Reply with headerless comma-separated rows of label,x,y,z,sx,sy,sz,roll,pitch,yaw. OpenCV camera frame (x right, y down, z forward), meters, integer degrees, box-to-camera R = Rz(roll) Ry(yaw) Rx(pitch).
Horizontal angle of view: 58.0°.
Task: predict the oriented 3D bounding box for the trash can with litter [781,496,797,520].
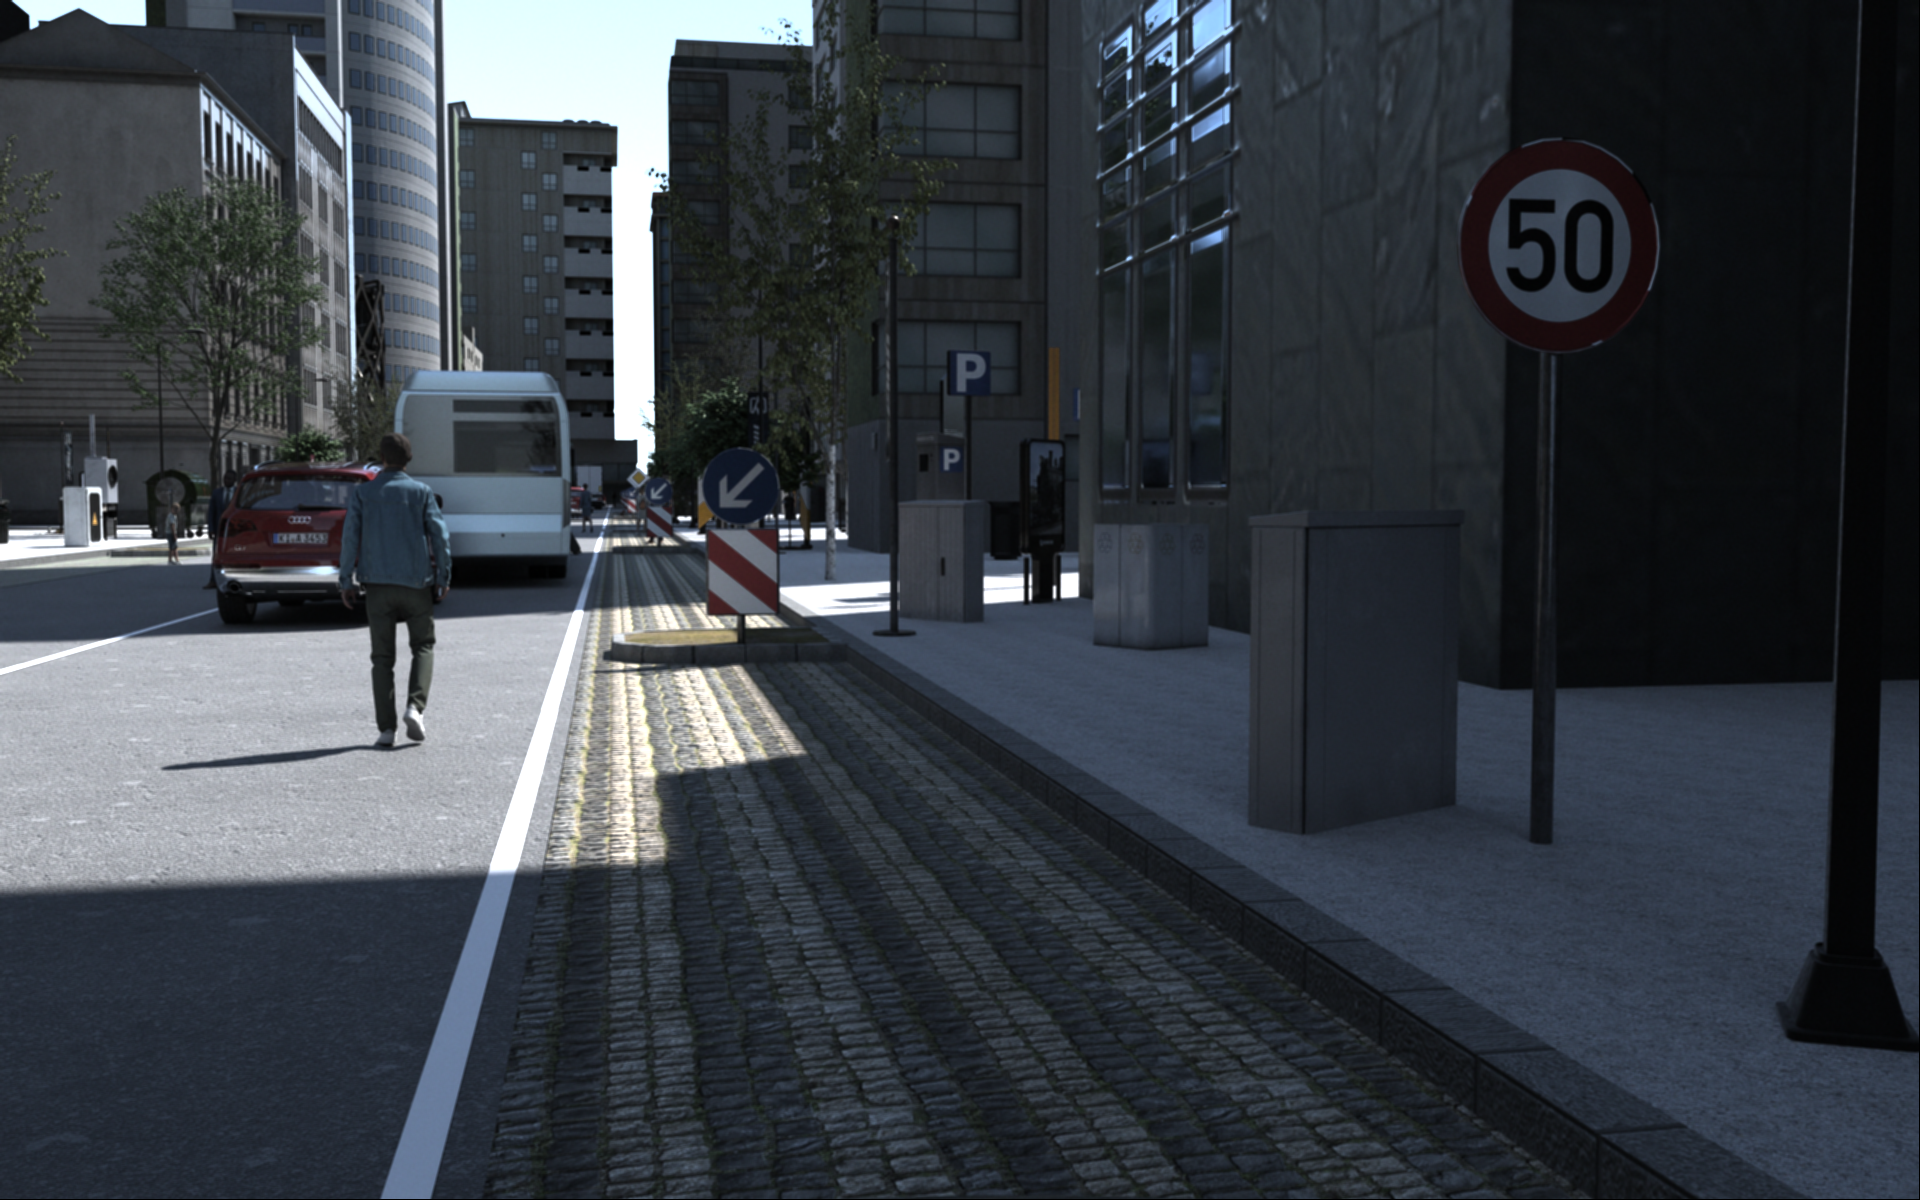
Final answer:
trash can with litter,-8.450,-4.554,85.848,0.624,1.170,1.055,1,4,9

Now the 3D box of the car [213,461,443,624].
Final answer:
car,-7.469,-0.744,20.833,2.281,1.827,5.304,-1,4,-11

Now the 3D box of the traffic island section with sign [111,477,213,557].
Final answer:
traffic island section with sign,-18.404,-1.931,40.208,1.989,1.847,2.006,-1,4,-11

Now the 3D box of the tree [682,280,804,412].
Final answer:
tree,-7.711,-6.732,60.429,4.360,8.622,3.978,0,3,0

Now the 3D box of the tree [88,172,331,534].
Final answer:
tree,-24.004,-7.951,55.758,9.928,11.665,9.643,0,3,0

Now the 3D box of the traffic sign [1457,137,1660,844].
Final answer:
traffic sign,2.142,-0.379,6.303,0.768,2.556,0.104,0,4,-8

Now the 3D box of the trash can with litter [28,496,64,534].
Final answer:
trash can with litter,-28.758,-2.723,55.576,1.678,1.210,2.233,-3,5,-44

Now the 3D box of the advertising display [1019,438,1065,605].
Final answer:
advertising display,0.975,-0.929,20.409,0.123,1.923,0.974,2,4,29

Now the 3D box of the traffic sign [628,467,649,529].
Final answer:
traffic sign,-11.933,-3.715,64.385,0.795,2.450,0.064,-1,4,-11

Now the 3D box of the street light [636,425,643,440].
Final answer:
street light,-20.805,-8.784,116.160,1.470,5.913,1.316,-1,4,-11

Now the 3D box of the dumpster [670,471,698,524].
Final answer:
dumpster,-11.764,-4.393,74.317,1.502,2.255,1.985,-1,4,-11

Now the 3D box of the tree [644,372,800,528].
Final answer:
tree,-6.265,-3.867,46.935,4.285,4.588,4.351,0,3,0

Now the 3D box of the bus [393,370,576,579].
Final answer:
bus,-8.635,-2.295,32.377,2.948,3.499,13.247,-1,4,-13

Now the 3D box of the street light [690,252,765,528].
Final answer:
street light,-4.399,-3.732,33.556,1.470,5.913,1.316,-1,4,-11

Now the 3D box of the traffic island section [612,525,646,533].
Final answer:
traffic island section,-11.912,-2.580,64.466,2.009,0.180,2.903,-1,4,-11

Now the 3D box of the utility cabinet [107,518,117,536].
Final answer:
utility cabinet,-26.164,-2.670,52.327,1.173,1.500,0.318,-1,4,-19

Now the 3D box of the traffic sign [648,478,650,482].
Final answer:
traffic sign,-22.269,-7.681,125.689,0.768,2.556,0.104,0,4,-2

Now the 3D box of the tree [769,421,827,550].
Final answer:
tree,-3.823,-2.784,40.122,1.663,3.219,1.824,0,3,0

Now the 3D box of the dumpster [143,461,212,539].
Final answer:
dumpster,-22.919,-2.949,50.709,1.502,2.255,1.985,-1,4,-11

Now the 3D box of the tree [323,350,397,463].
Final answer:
tree,-30.547,-8.444,88.425,4.360,8.622,3.978,0,3,0

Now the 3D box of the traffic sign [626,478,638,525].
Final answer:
traffic sign,-13.499,-4.194,72.215,0.795,2.450,0.064,-1,4,-11

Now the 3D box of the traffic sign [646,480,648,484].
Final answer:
traffic sign,-24.424,-8.368,136.927,0.768,2.556,0.104,0,4,-7

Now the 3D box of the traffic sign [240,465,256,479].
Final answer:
traffic sign,-25.259,-3.639,61.628,0.606,2.300,0.079,-1,4,-11

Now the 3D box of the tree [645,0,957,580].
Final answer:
tree,-2.152,-4.606,25.667,4.737,8.622,4.395,0,3,0

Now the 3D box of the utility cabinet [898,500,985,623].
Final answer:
utility cabinet,-0.204,-0.398,17.670,0.306,1.237,1.020,-3,5,-42

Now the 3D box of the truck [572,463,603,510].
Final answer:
truck,-35.132,-10.689,163.675,2.839,4.237,11.283,-1,4,-13

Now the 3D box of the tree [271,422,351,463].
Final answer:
tree,-29.469,-5.806,78.635,4.285,4.588,4.351,0,3,0

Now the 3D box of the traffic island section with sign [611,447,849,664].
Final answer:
traffic island section with sign,-2.113,-0.419,15.472,1.989,1.847,2.006,-1,4,-11

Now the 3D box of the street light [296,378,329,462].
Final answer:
street light,-26.032,-5.934,69.557,1.470,5.913,1.316,-1,4,-11

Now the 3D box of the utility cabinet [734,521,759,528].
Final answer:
utility cabinet,-6.746,-2.810,54.626,0.318,1.500,1.173,-3,4,-36

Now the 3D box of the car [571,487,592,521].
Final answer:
car,-20.959,-5.172,93.232,2.281,1.827,5.304,-1,4,-13

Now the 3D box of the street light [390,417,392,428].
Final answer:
street light,-32.046,-7.757,99.365,1.470,5.913,1.316,-1,4,-11

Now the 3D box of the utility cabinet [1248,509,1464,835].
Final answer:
utility cabinet,1.582,0.260,6.914,1.020,1.237,0.306,-3,5,-41

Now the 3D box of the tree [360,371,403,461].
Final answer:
tree,-34.326,-9.399,104.034,4.737,8.622,4.395,0,3,0

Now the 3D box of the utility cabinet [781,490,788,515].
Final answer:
utility cabinet,-10.597,-5.913,105.358,0.318,1.500,1.173,0,4,5

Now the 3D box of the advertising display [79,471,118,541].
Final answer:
advertising display,-24.744,-2.724,49.753,0.974,1.923,0.123,-3,5,-42

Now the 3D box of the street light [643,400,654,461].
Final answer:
street light,-14.860,-6.943,86.058,1.470,5.913,1.316,-1,4,-11

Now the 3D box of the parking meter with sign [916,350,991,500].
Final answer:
parking meter with sign,-0.223,-1.566,21.871,0.543,3.016,1.738,-2,4,-24

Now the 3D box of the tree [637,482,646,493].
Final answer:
tree,-34.704,-11.879,188.829,1.663,3.219,1.824,0,3,0

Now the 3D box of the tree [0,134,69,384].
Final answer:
tree,-20.207,-5.191,35.243,4.737,8.622,4.395,0,3,0

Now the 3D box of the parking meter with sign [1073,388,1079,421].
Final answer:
parking meter with sign,2.471,-2.011,29.138,0.543,3.016,1.738,2,4,25

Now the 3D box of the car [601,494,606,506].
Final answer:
car,-43.089,-12.024,205.259,2.281,1.827,5.304,-1,4,-10

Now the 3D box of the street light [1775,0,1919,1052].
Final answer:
street light,1.590,-1.916,3.870,1.470,5.913,1.316,-1,4,-11

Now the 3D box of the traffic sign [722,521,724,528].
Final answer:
traffic sign,-7.360,-3.278,53.705,0.768,2.556,0.104,0,4,-3

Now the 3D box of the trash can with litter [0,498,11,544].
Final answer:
trash can with litter,-24.944,-2.026,44.509,1.055,1.170,0.624,1,4,20
